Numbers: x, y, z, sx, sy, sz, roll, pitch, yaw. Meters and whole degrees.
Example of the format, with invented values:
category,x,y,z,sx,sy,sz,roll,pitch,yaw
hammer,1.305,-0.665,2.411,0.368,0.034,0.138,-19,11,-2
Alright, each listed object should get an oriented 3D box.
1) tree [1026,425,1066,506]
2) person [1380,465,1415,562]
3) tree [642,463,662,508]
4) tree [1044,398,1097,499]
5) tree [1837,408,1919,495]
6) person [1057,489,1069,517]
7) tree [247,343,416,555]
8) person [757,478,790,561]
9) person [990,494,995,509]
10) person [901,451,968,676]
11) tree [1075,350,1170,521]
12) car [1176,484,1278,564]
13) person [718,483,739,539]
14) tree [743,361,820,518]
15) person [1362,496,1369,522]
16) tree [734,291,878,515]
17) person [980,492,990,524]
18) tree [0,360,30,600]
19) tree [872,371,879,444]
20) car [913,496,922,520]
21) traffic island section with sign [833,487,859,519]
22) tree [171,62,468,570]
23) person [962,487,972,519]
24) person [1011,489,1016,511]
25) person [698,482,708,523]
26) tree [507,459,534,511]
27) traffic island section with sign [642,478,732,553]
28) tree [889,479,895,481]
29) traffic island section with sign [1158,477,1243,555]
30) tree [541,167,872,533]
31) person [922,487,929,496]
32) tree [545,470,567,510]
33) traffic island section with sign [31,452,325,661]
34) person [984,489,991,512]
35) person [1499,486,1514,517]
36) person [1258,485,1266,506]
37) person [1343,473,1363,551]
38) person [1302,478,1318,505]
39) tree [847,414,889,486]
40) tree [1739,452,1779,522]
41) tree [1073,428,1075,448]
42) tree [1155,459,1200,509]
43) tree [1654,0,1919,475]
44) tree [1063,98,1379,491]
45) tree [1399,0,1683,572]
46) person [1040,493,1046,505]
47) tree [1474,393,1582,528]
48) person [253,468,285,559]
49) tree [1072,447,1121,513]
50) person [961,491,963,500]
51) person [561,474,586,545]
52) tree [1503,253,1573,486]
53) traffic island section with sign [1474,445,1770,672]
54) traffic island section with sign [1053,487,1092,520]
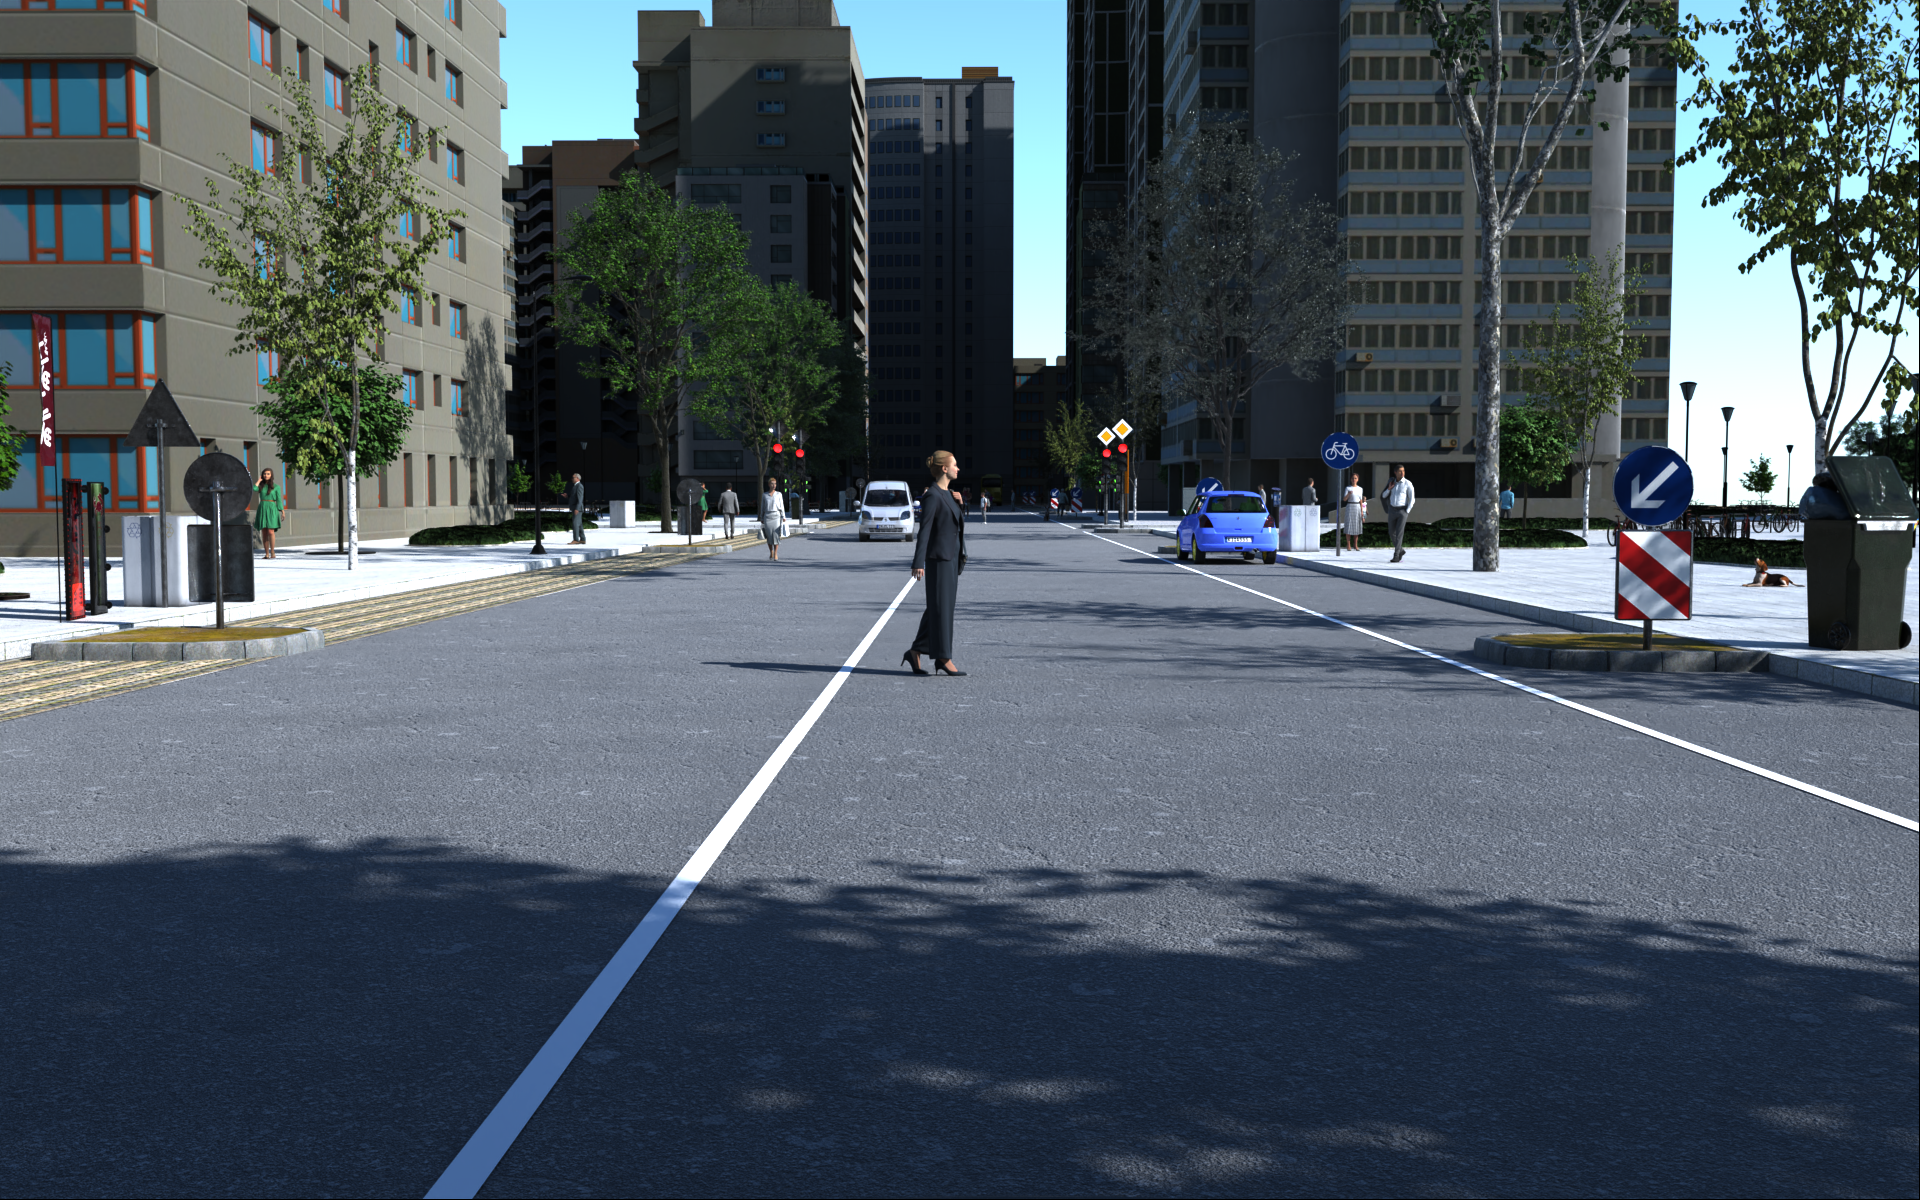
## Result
category,x,y,z,sx,sy,sz,roll,pitch,yaw
tree,9.003,-14.010,179.426,4.360,8.622,3.978,0,3,0
person,8.248,-1.625,32.708,0.679,1.850,0.850,2,4,35
tree,-18.561,-6.796,105.718,1.663,3.219,1.824,0,3,0
tree,8.499,-11.120,132.181,4.737,8.622,4.395,0,3,0
tree,63.699,-9.199,113.309,11.467,7.101,20.602,0,4,-2
person,6.382,-5.998,107.058,0.782,1.767,0.515,0,4,7
tree,-13.374,-3.262,37.051,4.285,4.588,4.351,0,3,0
person,-4.005,-1.744,37.360,0.694,1.780,0.624,1,4,15
person,2.950,-9.362,164.794,0.991,1.433,0.599,1,4,16
person,-0.198,-0.289,13.649,0.534,1.772,0.576,0,4,-3
tree,8.376,-8.167,83.899,4.360,8.622,3.978,0,3,0
car,5.591,-1.654,36.639,1.945,1.707,3.694,0,4,-1
person,-7.331,-2.820,54.886,0.678,1.792,0.850,0,4,-6
tree,-9.322,-8.739,93.237,4.737,8.622,4.395,0,3,0
person,13.714,-2.937,59.074,0.505,1.210,0.382,-3,5,-40
tree,-9.569,-12.215,106.374,9.857,13.997,8.962,0,3,0
person,1.162,-4.409,83.186,0.503,1.515,0.523,2,4,28
tree,-11.968,-1.630,21.253,1.663,3.219,1.824,0,3,0
tree,-9.187,-9.467,80.538,9.928,11.665,9.643,0,3,0
car,-1.705,-4.654,88.671,1.945,1.354,3.894,0,4,-1
traffic island section with sign,-6.119,-5.463,97.947,1.989,1.847,2.006,0,4,1
tree,-10.492,-4.808,28.976,4.737,8.622,4.395,0,3,0
person,0.360,-5.610,100.192,0.573,1.828,0.580,2,4,31
person,4.402,-8.226,143.102,0.391,1.810,0.635,-1,4,-9
person,-11.438,-4.307,76.709,0.529,1.795,0.600,-1,4,-17
tree,-24.488,-6.196,95.904,1.663,3.219,1.824,0,3,0
traffic island section with sign,-6.675,-2.082,42.676,1.989,1.847,2.006,0,4,1
tree,-7.897,-12.606,200.717,1.663,3.219,1.824,0,3,0
traffic island section with sign,5.841,-2.040,41.990,1.989,1.847,2.006,0,4,1
tree,-9.822,-8.002,56.595,9.928,11.665,9.643,0,3,0
person,-1.463,-4.326,79.821,0.643,1.750,0.593,0,4,6
tree,-32.483,-8.899,140.095,1.663,3.219,1.824,0,3,0
traffic island section with sign,-6.944,-0.434,15.722,1.989,1.847,2.006,0,4,1
person,2.156,-7.871,136.989,0.447,1.846,0.655,-3,5,-45
person,20.954,-3.550,66.566,0.660,1.820,0.620,3,4,36
person,12.017,-3.698,69.091,0.853,1.813,0.709,1,4,13
person,8.879,-1.981,39.000,0.480,1.755,0.524,-1,4,-13
person,11.424,-3.061,56.293,0.583,1.804,0.606,-2,4,-35
tree,-8.052,-12.192,149.701,4.360,8.622,3.978,0,3,0
tree,37.172,-5.240,80.279,1.663,3.219,1.824,0,3,0
tree,9.549,-9.989,113.686,4.360,8.622,3.978,0,3,0
tree,14.689,-8.032,115.032,4.285,4.588,4.351,0,3,0
tree,8.803,-4.091,17.244,4.737,8.622,4.395,0,3,0
tree,8.291,-8.789,54.063,12.009,13.543,11.850,0,3,0
tree,9.863,-10.478,27.208,12.611,20.169,13.585,0,3,0
person,9.823,-12.099,207.115,1.065,1.426,0.557,1,4,17
tree,18.313,-4.423,56.037,4.285,4.588,4.351,0,3,0
person,-13.621,-1.703,34.134,0.600,1.795,0.529,-1,4,-20
tree,9.452,-8.358,120.361,4.285,4.588,4.351,0,3,0
person,0.134,-10.385,179.014,0.721,1.743,1.217,-1,4,-9
person,-9.847,-2.321,44.175,0.590,1.801,0.661,-1,4,-21
tree,18.487,-6.170,51.249,4.737,8.622,4.395,0,3,0
traffic island section with sign,5.560,-0.385,14.918,1.989,1.847,2.006,0,4,1
traffic island section with sign,6.396,-5.419,97.227,1.989,1.847,2.006,0,4,1
